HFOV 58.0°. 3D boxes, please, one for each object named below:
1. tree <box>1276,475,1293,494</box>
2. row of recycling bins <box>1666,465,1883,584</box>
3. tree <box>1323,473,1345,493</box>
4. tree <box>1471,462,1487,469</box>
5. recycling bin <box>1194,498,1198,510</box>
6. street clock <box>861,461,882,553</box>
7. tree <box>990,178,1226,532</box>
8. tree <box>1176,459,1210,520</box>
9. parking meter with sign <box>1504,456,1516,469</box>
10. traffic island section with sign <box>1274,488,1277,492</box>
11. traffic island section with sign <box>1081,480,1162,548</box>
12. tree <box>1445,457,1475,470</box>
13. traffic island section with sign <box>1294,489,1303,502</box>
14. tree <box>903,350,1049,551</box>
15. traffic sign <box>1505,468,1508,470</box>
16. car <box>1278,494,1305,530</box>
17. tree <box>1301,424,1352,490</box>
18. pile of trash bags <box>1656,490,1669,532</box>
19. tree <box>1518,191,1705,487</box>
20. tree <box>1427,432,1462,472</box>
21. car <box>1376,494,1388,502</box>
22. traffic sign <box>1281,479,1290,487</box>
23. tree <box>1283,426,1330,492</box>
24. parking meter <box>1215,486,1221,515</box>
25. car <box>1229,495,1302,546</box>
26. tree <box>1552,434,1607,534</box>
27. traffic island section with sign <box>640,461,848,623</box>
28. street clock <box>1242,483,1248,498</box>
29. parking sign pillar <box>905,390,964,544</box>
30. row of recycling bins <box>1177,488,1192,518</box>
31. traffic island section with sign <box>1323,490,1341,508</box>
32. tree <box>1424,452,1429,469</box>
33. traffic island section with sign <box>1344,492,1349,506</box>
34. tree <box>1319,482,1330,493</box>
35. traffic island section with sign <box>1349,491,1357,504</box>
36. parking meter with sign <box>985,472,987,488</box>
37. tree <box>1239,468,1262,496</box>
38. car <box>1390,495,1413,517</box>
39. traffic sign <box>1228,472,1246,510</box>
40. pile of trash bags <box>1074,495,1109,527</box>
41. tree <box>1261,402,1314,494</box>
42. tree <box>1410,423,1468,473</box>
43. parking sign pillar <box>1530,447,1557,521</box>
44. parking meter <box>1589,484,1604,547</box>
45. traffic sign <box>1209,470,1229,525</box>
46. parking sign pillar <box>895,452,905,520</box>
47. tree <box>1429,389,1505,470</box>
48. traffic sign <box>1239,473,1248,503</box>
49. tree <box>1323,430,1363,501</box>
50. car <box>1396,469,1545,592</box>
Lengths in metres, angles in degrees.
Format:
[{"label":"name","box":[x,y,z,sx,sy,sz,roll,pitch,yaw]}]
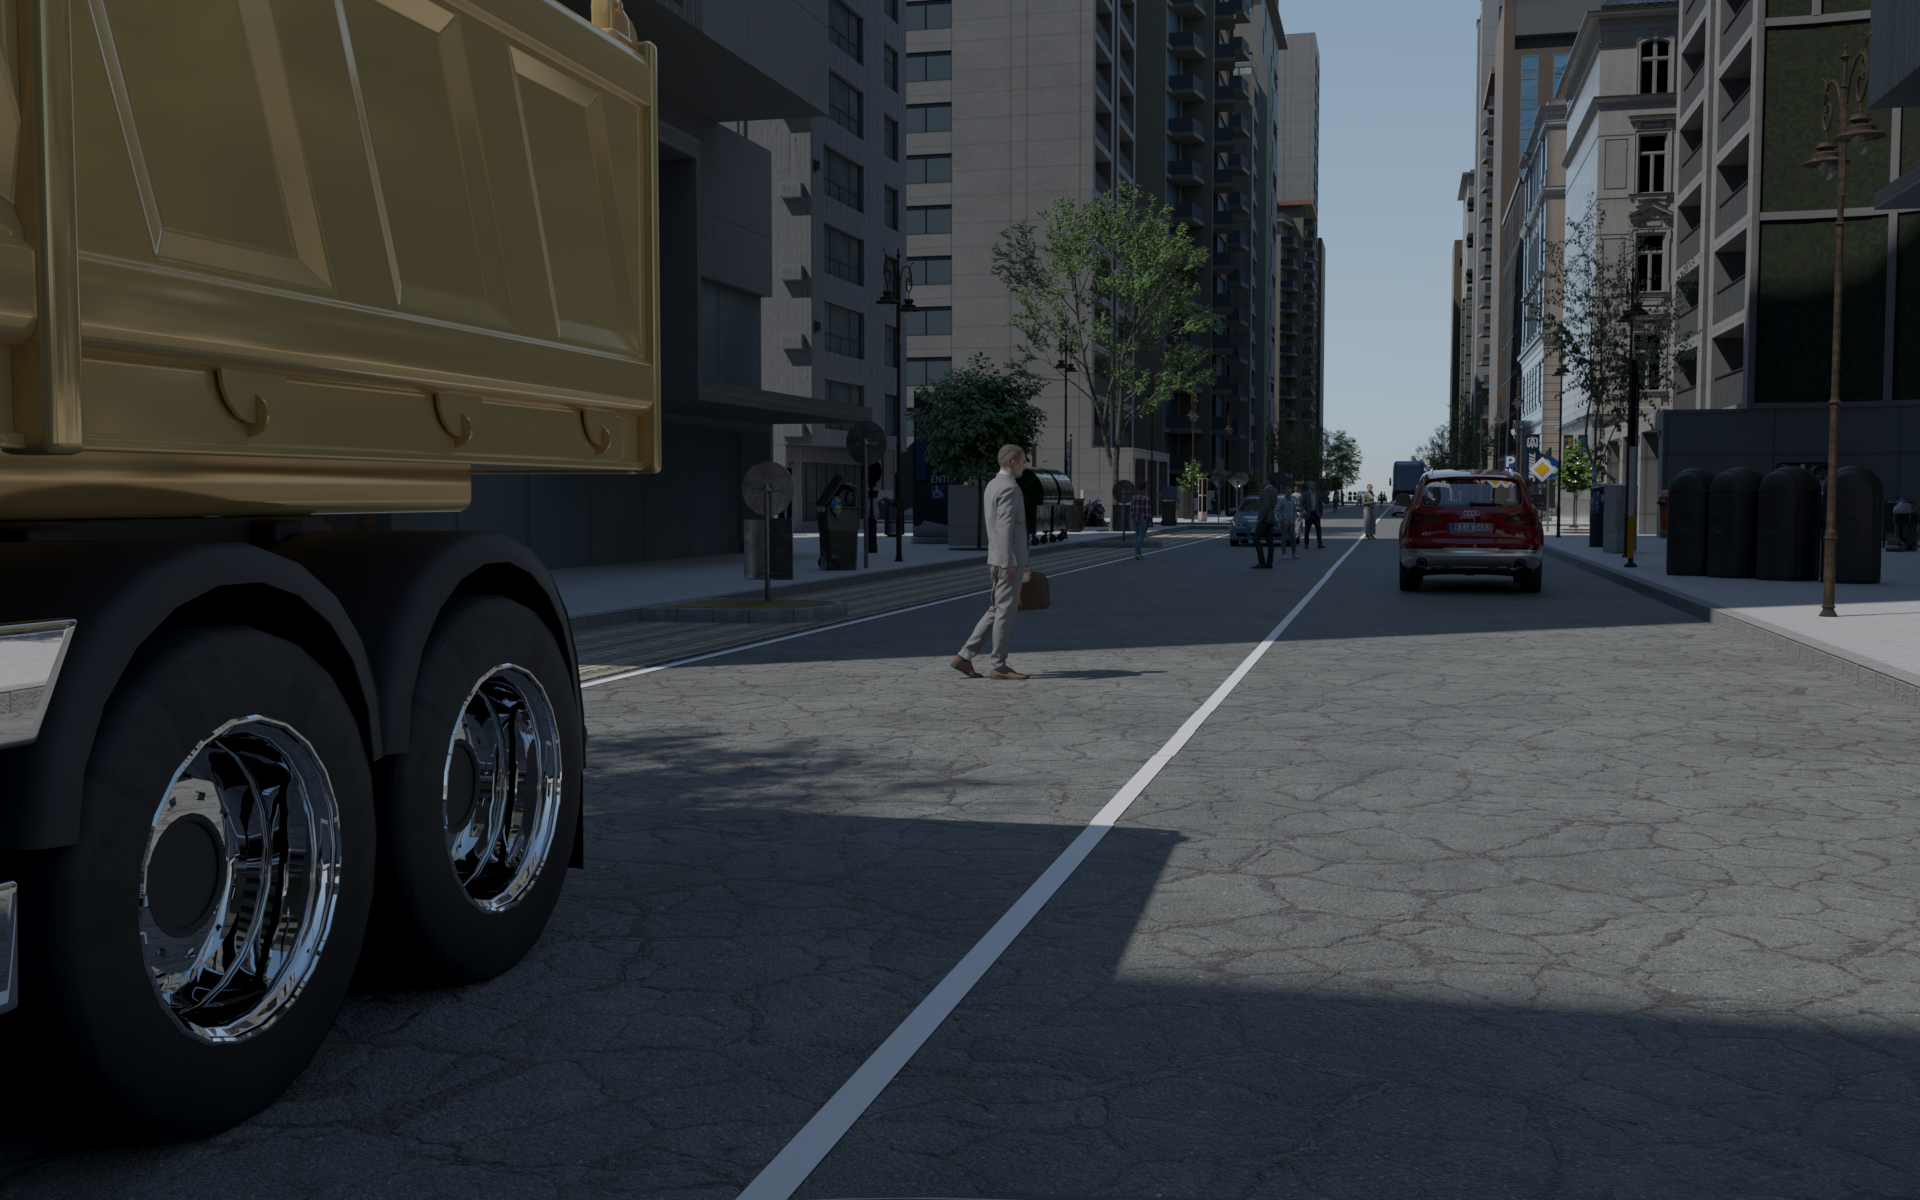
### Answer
[{"label":"tree","box":[29.939,-10.130,160.228,1.663,3.219,1.824,0,3,0]},{"label":"row of recycling bins","box":[12.212,-1.166,26.171,1.069,1.692,3.534,-2,4,-28]},{"label":"tree","box":[55.979,-16.870,259.529,4.285,4.588,4.351,0,3,0]},{"label":"tree","box":[31.286,-6.749,104.954,1.663,3.219,1.824,0,3,0]},{"label":"recycling bin","box":[14.752,-6.000,110.652,0.722,1.027,0.722,-1,4,-20]},{"label":"street clock","box":[-1.923,-2.022,37.629,0.358,2.002,0.471,2,4,33]},{"label":"tree","box":[5.138,-8.129,58.671,9.928,11.665,9.643,0,3,0]},{"label":"tree","box":[11.652,-5.668,87.273,1.663,3.219,1.824,0,3,0]},{"label":"parking meter with sign","box":[24.874,-5.001,78.026,0.543,3.016,1.738,1,4,10]},{"label":"traffic island section with sign","box":[18.106,-5.613,100.406,1.989,1.847,2.006,1,4,14]},{"label":"traffic island section with sign","box":[4.408,-2.327,46.672,1.989,1.847,2.006,1,4,14]},{"label":"tree","box":[44.136,-10.326,152.535,4.285,4.588,4.351,0,3,0]},{"label":"traffic island section with sign","box":[24.859,-7.232,126.874,1.989,1.847,2.006,1,4,14]},{"label":"tree","box":[0.365,-3.423,39.678,4.285,4.588,4.351,0,3,0]},{"label":"traffic sign","box":[21.419,-3.935,67.974,0.795,2.450,0.064,1,4,14]},{"label":"car","box":[12.579,-3.565,68.069,2.009,1.686,4.222,1,4,13]},{"label":"tree","box":[47.847,-17.851,226.271,7.601,10.594,8.767,2,4,32]},{"label":"pile of trash bags","box":[16.895,-1.755,38.454,3.447,1.369,1.912,-1,4,-22]},{"label":"tree","box":[16.058,-5.668,43.030,4.360,8.622,3.978,0,3,0]},{"label":"tree","box":[56.991,-15.407,202.270,4.360,8.622,3.978,0,3,0]},{"label":"car","box":[73.756,-17.880,302.563,2.015,1.641,3.980,1,4,13]},{"label":"traffic sign","box":[26.827,-8.726,142.779,0.768,2.556,0.104,1,4,21]},{"label":"tree","box":[39.225,-14.849,193.138,4.737,8.622,4.395,0,3,0]},{"label":"parking meter","box":[15.918,-6.191,106.926,0.399,1.863,0.255,0,4,6]},{"label":"car","box":[8.686,-2.265,49.038,2.014,1.417,4.499,1,4,15]},{"label":"tree","box":[19.971,-3.776,56.346,1.663,3.219,1.824,0,3,0]},{"label":"traffic island section with sign","box":[-2.389,-0.698,20.044,1.989,1.847,2.006,1,4,14]},{"label":"street clock","box":[18.493,-6.591,112.330,0.358,2.002,0.471,3,4,37]},{"label":"parking sign pillar","box":[-0.559,-3.447,44.828,1.447,3.967,1.447,0,4,5]},{"label":"row of recycling bins","box":[11.827,-5.249,92.933,1.069,1.692,3.534,0,4,-5]},{"label":"traffic island section with sign","box":[37.170,-10.185,175.148,1.989,1.847,2.006,1,4,14]},{"label":"tree","box":[59.228,-16.041,212.637,4.737,8.622,4.395,0,3,0]},{"label":"traffic island section with sign","box":[43.916,-11.805,201.632,1.989,1.847,2.006,1,4,14]},{"label":"tree","box":[52.151,-15.399,246.371,1.663,3.219,1.824,0,3,0]},{"label":"traffic island section with sign","box":[57.392,-15.036,254.459,1.989,1.847,2.006,1,4,14]},{"label":"parking meter with sign","box":[1.825,-4.443,68.902,1.738,3.016,0.543,-1,4,-18]},{"label":"tree","box":[19.407,-7.481,116.912,1.663,3.219,1.824,0,3,0]},{"label":"car","box":[28.835,-6.080,111.776,2.083,1.381,4.827,1,4,13]},{"label":"traffic sign","box":[12.549,-4.578,78.488,0.795,2.450,0.064,1,4,14]},{"label":"pile of trash bags","box":[4.644,-3.618,68.906,1.912,1.369,3.447,-1,4,-10]},{"label":"tree","box":[25.751,-11.463,137.789,4.360,8.622,3.978,0,3,0]},{"label":"tree","box":[63.286,-17.996,228.643,8.767,10.594,7.601,1,4,15]},{"label":"parking sign pillar","box":[27.261,-5.712,81.858,1.447,3.967,1.447,-3,5,-41]},{"label":"parking meter","box":[15.408,-2.044,41.831,0.372,1.533,0.369,0,3,0]},{"label":"traffic sign","box":[10.575,-4.104,70.750,0.795,2.450,0.064,1,4,14]},{"label":"parking sign pillar","box":[-2.437,-5.881,84.632,1.447,3.967,1.447,3,5,43]},{"label":"tree","box":[35.609,-10.406,120.494,4.737,8.622,4.395,0,3,0]},{"label":"traffic sign","box":[16.673,-6.265,102.537,0.768,2.556,0.104,1,4,15]},{"label":"tree","box":[67.380,-23.684,305.362,7.486,12.596,7.792,0,3,0]},{"label":"car","box":[7.930,-1.117,26.944,2.281,1.827,5.304,1,4,16]}]
